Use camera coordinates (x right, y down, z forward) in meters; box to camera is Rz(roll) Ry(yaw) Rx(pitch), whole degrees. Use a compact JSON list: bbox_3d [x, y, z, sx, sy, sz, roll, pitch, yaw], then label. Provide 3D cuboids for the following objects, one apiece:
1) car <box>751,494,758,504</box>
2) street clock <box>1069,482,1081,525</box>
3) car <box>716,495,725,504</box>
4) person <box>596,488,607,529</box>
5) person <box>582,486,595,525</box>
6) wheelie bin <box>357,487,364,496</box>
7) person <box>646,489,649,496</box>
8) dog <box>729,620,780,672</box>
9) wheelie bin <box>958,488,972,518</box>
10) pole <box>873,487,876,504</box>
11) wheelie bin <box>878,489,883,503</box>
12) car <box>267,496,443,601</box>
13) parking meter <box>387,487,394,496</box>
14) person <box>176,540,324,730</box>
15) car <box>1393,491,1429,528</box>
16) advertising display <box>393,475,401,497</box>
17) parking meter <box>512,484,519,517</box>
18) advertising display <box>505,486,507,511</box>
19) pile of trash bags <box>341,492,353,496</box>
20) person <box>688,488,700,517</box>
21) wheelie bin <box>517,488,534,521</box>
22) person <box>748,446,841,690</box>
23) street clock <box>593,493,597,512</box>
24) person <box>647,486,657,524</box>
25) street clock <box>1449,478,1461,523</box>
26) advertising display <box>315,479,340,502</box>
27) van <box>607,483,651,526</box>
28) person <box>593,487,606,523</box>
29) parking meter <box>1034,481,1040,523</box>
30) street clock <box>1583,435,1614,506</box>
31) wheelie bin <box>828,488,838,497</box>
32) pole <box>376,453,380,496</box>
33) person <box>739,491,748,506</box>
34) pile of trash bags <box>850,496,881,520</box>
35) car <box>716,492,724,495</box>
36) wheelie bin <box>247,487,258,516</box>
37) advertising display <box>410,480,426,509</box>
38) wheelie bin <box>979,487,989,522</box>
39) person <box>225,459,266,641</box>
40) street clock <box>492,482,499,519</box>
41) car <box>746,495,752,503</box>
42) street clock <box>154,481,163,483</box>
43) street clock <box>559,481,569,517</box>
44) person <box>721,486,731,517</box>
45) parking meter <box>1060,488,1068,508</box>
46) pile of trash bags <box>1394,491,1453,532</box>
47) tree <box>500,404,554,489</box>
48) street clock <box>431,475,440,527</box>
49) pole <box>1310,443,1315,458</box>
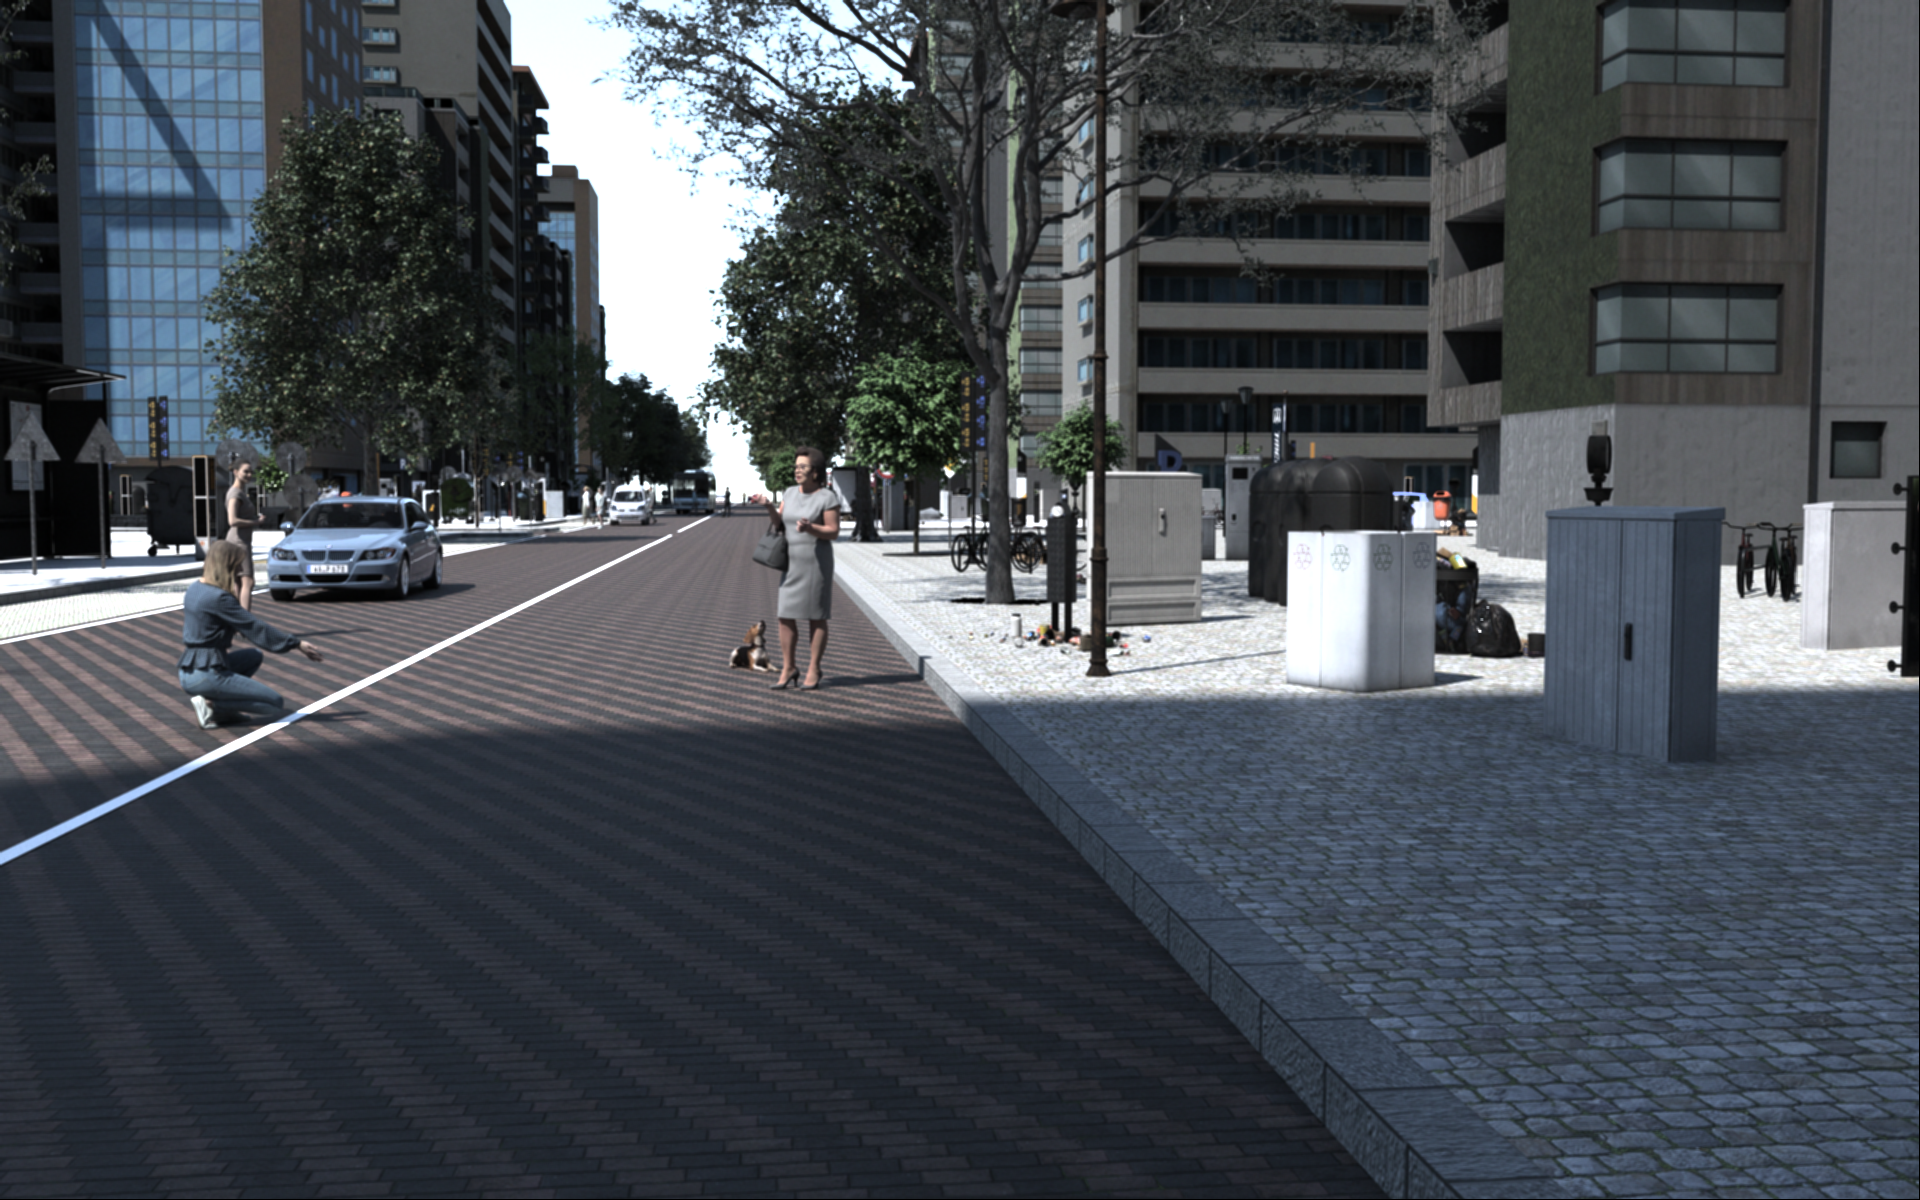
[{"bbox_3d":[-28.497,-14.343,243.552,2.155,1.783,4.494,0,4,-7],"label":"car"},{"bbox_3d":[4.720,-4.059,70.939,0.471,2.002,0.358,-2,4,-25],"label":"street clock"},{"bbox_3d":[-31.858,-13.319,230.124,2.083,1.381,4.827,0,4,-6],"label":"car"},{"bbox_3d":[-14.959,-3.833,72.177,0.522,1.701,0.512,-3,4,-39],"label":"person"},{"bbox_3d":[-17.177,-4.357,79.967,0.641,1.798,0.478,0,4,7],"label":"person"},{"bbox_3d":[-26.837,-4.321,78.563,0.980,1.594,0.693,-2,4,-25],"label":"wheelie bin"},{"bbox_3d":[-22.170,-7.005,123.207,0.728,1.800,0.709,3,4,38],"label":"person"},{"bbox_3d":[-1.652,0.363,14.263,0.550,0.427,0.748,1,4,12],"label":"dog"},{"bbox_3d":[0.304,-5.219,93.236,0.980,1.594,0.693,-1,4,-13],"label":"wheelie bin"},{"bbox_3d":[-4.443,-5.937,90.908,0.158,3.312,0.155,0,3,0],"label":"pole"},{"bbox_3d":[-4.881,-6.002,106.037,0.980,1.594,0.693,0,4,3],"label":"wheelie bin"},{"bbox_3d":[-8.594,-0.790,24.911,2.014,1.417,4.499,0,4,-7],"label":"car"},{"bbox_3d":[-21.291,-3.460,64.985,0.372,1.533,0.369,0,3,0],"label":"parking meter"},{"bbox_3d":[-4.545,0.193,10.840,0.738,1.151,1.012,-3,5,-42],"label":"person"},{"bbox_3d":[16.379,-3.484,66.547,3.694,1.707,1.945,0,4,-7],"label":"car"},{"bbox_3d":[-18.723,-3.206,57.624,0.123,1.923,0.974,-2,4,-24],"label":"advertising display"},{"bbox_3d":[-24.635,-5.524,96.029,0.255,1.863,0.399,1,4,18],"label":"parking meter"},{"bbox_3d":[-31.824,-7.173,122.487,0.123,1.923,0.974,2,4,26],"label":"advertising display"},{"bbox_3d":[-25.099,-3.842,72.577,1.912,1.369,3.447,0,4,2],"label":"pile of trash bags"},{"bbox_3d":[-16.928,-6.225,110.148,0.748,1.841,0.638,0,4,7],"label":"person"},{"bbox_3d":[-21.079,-4.658,84.063,0.693,1.594,0.980,0,4,7],"label":"wheelie bin"},{"bbox_3d":[-1.242,-0.233,12.665,0.716,1.782,0.532,2,4,29],"label":"person"},{"bbox_3d":[-26.443,-7.386,125.328,0.471,2.002,0.358,2,4,29],"label":"street clock"},{"bbox_3d":[-15.019,-4.607,83.922,0.767,1.812,0.694,-2,4,-29],"label":"person"},{"bbox_3d":[21.999,-4.433,77.050,0.471,2.002,0.358,3,5,41],"label":"street clock"},{"bbox_3d":[-26.699,-4.157,73.175,0.974,1.923,0.123,-2,4,-29],"label":"advertising display"},{"bbox_3d":[-15.248,-4.462,79.959,2.013,2.044,4.112,0,4,-8],"label":"van"},{"bbox_3d":[-18.033,-4.747,86.599,0.515,1.767,0.782,-2,4,-33],"label":"person"},{"bbox_3d":[3.397,-4.337,76.617,0.255,1.863,0.399,0,4,4],"label":"parking meter"},{"bbox_3d":[7.902,-1.033,21.455,0.358,2.002,0.471,2,4,29],"label":"street clock"},{"bbox_3d":[-6.318,-4.642,83.804,0.693,1.594,0.980,1,4,18],"label":"wheelie bin"},{"bbox_3d":[-28.782,-5.611,85.577,0.158,3.312,0.155,0,3,0],"label":"pole"},{"bbox_3d":[-26.255,-12.360,210.596,1.348,1.823,0.705,2,4,24],"label":"person"},{"bbox_3d":[-4.594,-4.727,87.032,1.912,1.369,3.447,-1,4,-19],"label":"pile of trash bags"},{"bbox_3d":[-33.571,-14.245,242.692,2.009,1.686,4.222,0,4,-7],"label":"car"},{"bbox_3d":[-33.557,-4.568,82.593,0.980,1.594,0.693,-2,4,-26],"label":"wheelie bin"},{"bbox_3d":[-24.943,-4.559,79.751,0.123,1.923,0.974,2,4,25],"label":"advertising display"},{"bbox_3d":[1.295,-4.344,78.931,0.980,1.594,0.693,-1,4,-20],"label":"wheelie bin"},{"bbox_3d":[-7.048,-0.505,17.096,0.374,1.781,0.599,-1,4,-18],"label":"person"},{"bbox_3d":[-24.336,-5.281,90.909,0.471,2.002,0.358,-1,4,-12],"label":"street clock"},{"bbox_3d":[-35.243,-17.202,293.829,1.945,1.354,3.894,-1,4,-9],"label":"car"},{"bbox_3d":[-31.957,-3.958,69.279,0.358,2.002,0.471,1,4,16],"label":"street clock"},{"bbox_3d":[-21.884,-5.577,95.761,0.471,2.002,0.358,-1,4,-20],"label":"street clock"},{"bbox_3d":[-14.487,-6.090,107.436,0.648,1.900,0.474,3,5,45],"label":"person"},{"bbox_3d":[4.499,-4.078,75.084,0.372,1.533,0.369,0,3,0],"label":"parking meter"},{"bbox_3d":[14.284,-2.831,56.041,3.447,1.369,1.912,3,5,40],"label":"pile of trash bags"},{"bbox_3d":[-32.587,-10.958,129.526,4.737,8.622,4.395,0,3,0],"label":"tree"},{"bbox_3d":[-20.167,-3.794,66.601,0.358,2.002,0.471,-1,4,-21],"label":"street clock"},{"bbox_3d":[13.956,-4.575,68.652,0.158,3.312,0.155,0,3,0],"label":"pole"}]
